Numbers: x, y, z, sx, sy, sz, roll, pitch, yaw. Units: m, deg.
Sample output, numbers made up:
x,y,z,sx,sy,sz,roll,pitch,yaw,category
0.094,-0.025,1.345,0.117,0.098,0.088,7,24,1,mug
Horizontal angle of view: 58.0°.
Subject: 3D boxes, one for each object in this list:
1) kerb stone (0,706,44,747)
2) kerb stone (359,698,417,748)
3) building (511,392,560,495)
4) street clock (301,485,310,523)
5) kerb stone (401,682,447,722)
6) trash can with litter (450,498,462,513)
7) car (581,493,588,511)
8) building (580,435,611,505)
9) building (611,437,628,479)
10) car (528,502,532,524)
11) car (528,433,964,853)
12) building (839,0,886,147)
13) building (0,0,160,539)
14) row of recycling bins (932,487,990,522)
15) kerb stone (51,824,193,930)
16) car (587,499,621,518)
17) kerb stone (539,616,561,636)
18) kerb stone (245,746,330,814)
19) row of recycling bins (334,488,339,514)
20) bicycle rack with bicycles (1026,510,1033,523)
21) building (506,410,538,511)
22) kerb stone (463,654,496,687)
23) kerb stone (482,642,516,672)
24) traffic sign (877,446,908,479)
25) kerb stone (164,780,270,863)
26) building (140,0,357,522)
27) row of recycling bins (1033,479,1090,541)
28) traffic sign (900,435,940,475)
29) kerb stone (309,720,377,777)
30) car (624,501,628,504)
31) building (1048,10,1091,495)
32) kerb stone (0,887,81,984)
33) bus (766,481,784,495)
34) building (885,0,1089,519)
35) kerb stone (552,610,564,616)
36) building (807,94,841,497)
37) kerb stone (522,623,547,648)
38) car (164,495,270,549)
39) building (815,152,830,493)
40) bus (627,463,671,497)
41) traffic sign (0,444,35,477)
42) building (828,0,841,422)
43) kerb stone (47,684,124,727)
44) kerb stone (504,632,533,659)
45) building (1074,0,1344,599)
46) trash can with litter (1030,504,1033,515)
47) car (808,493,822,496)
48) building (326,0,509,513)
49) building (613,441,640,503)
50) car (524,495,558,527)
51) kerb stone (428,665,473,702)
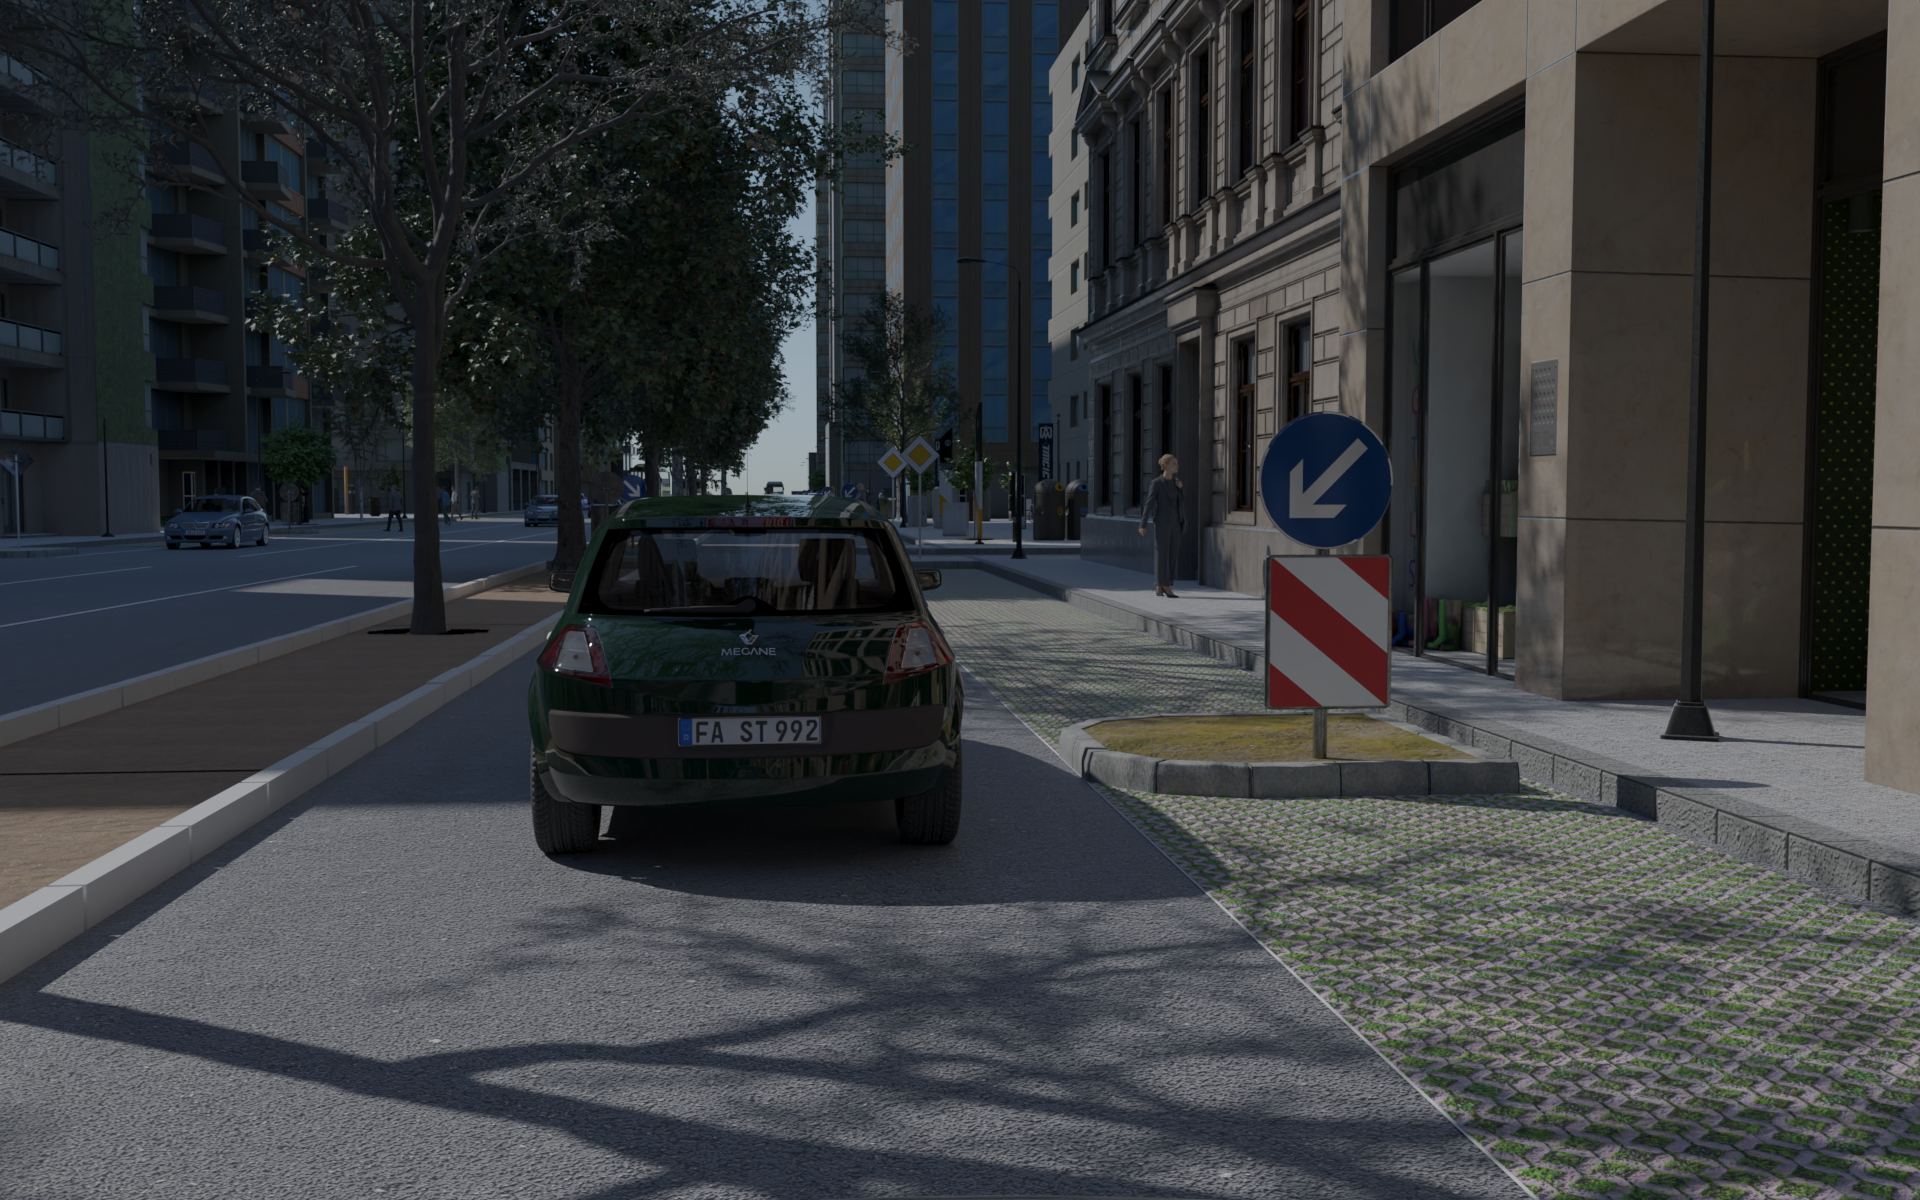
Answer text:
x,y,z,sx,sy,sz,roll,pitch,yaw,category
-5.492,0.744,10.029,0.120,0.150,1.000,0,4,-6,kerb stone
-3.399,0.730,10.260,0.120,0.150,1.000,0,4,-6,kerb stone
-51.788,-19.485,163.622,27.650,21.520,28.899,0,4,-6,building
-29.118,-4.434,77.072,0.358,2.002,0.471,2,4,26,street clock
-3.516,0.677,11.276,0.120,0.150,1.000,0,4,-6,kerb stone
-33.085,-6.259,113.729,0.624,1.170,1.055,-1,4,-9,trash can with litter
-33.190,-8.575,149.798,1.945,1.707,3.694,0,4,-8,car
-48.925,-33.841,203.414,14.600,45.320,14.200,0,4,-6,building
-57.538,-38.775,223.206,28.713,52.752,27.495,0,4,-6,building
-19.771,-4.389,83.758,2.014,1.417,4.499,0,4,-6,car
-1.025,0.086,8.380,2.009,1.686,4.222,0,4,-7,car
-1.799,-27.085,126.435,14.154,41.232,14.086,0,4,-6,building
-33.088,-22.369,49.321,14.154,41.232,14.086,0,4,-6,building
0.069,-4.538,81.313,3.534,1.692,1.069,3,5,45,row of recycling bins
-2.982,0.979,6.184,0.120,0.150,1.000,0,4,-6,kerb stone
-21.706,-5.703,105.832,1.945,1.354,3.894,0,4,-4,car
-4.157,0.296,17.386,0.120,0.150,1.000,0,4,-6,kerb stone
-3.196,0.855,8.222,0.120,0.150,1.000,0,4,-6,kerb stone
-42.329,-6.477,113.012,3.534,1.692,1.069,0,4,-4,row of recycling bins
3.974,-3.720,74.208,2.925,0.926,2.852,3,5,45,bicycle rack with bicycles
-45.126,-42.796,137.960,20.563,71.187,20.611,0,4,-6,building
-3.726,0.553,13.314,0.120,0.150,1.000,0,4,-6,kerb stone
-3.837,0.486,14.330,0.120,0.150,1.000,0,4,-6,kerb stone
-1.607,-2.443,42.128,0.795,2.593,0.064,0,4,-6,traffic sign
-3.088,0.917,7.200,0.120,0.150,1.000,0,4,-6,kerb stone
-41.629,-26.050,80.545,22.147,44.769,28.867,0,4,-6,building
3.758,-2.528,48.451,3.534,1.692,1.069,-1,4,-15,row of recycling bins
-0.771,-1.957,34.187,0.795,2.593,0.064,0,4,-6,traffic sign
-3.301,0.792,9.239,0.120,0.150,1.000,0,4,-6,kerb stone
-32.430,-9.761,172.169,1.945,1.354,3.894,0,4,-7,car
19.455,-13.076,58.836,28.899,21.520,27.650,0,4,-6,building
-2.876,1.042,5.167,0.120,0.150,1.000,0,4,-6,kerb stone
-27.491,-16.030,256.944,2.948,3.499,13.247,0,4,-6,bus
3.198,-27.295,96.383,14.600,45.320,14.200,0,4,-6,building
-4.263,0.232,18.408,0.120,0.150,1.000,0,4,-6,kerb stone
-11.608,-57.930,259.821,22.319,86.520,31.000,0,4,-6,building
-4.053,0.356,16.369,0.120,0.150,1.000,0,4,-6,kerb stone
-19.859,-2.108,46.472,2.014,1.417,4.499,0,4,-7,car
-10.437,-32.175,209.647,14.154,41.232,14.086,0,4,-6,building
-25.523,-9.232,142.485,2.896,3.916,12.252,0,4,-5,bus
-21.793,-2.314,40.032,0.795,2.593,0.064,0,4,-6,traffic sign
-3.022,-38.959,178.971,21.231,58.520,28.212,0,4,-6,building
-5.600,0.682,11.046,0.120,0.150,1.000,0,4,-6,kerb stone
-3.941,0.423,15.347,0.120,0.150,1.000,0,4,-6,kerb stone
7.998,-9.807,24.978,10.561,19.102,19.286,0,4,-6,building
2.810,-2.704,55.600,1.055,1.170,0.624,-2,4,-25,trash can with litter
-10.258,-6.972,123.585,1.945,1.707,3.694,0,4,-4,car
-39.887,-26.709,120.281,14.154,41.232,14.086,0,4,-6,building
-58.687,-38.696,252.279,23.786,49.044,30.456,0,4,-6,building
-18.347,-3.992,77.271,2.014,1.417,4.499,0,4,-7,car
-3.626,0.605,12.296,0.120,0.150,1.000,0,4,-6,kerb stone
